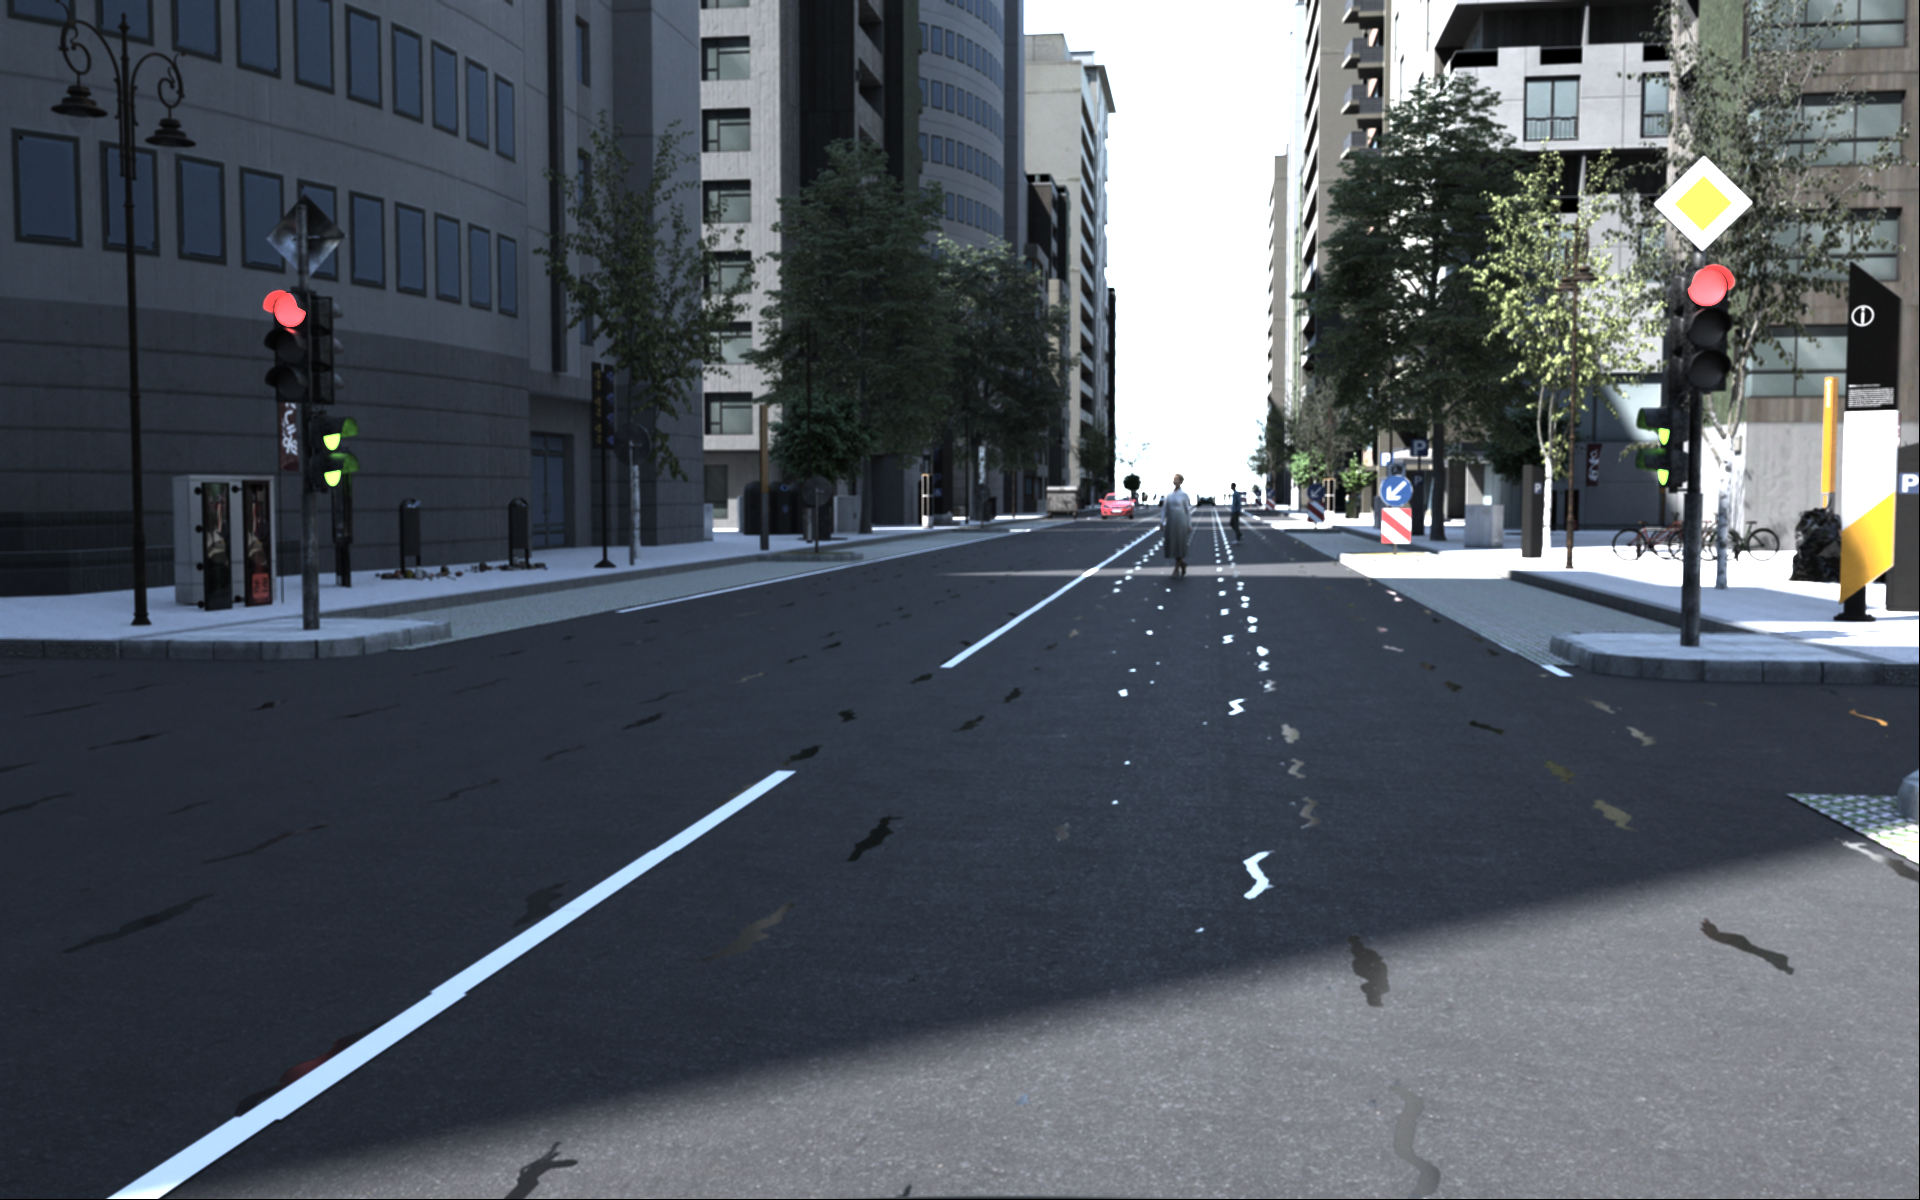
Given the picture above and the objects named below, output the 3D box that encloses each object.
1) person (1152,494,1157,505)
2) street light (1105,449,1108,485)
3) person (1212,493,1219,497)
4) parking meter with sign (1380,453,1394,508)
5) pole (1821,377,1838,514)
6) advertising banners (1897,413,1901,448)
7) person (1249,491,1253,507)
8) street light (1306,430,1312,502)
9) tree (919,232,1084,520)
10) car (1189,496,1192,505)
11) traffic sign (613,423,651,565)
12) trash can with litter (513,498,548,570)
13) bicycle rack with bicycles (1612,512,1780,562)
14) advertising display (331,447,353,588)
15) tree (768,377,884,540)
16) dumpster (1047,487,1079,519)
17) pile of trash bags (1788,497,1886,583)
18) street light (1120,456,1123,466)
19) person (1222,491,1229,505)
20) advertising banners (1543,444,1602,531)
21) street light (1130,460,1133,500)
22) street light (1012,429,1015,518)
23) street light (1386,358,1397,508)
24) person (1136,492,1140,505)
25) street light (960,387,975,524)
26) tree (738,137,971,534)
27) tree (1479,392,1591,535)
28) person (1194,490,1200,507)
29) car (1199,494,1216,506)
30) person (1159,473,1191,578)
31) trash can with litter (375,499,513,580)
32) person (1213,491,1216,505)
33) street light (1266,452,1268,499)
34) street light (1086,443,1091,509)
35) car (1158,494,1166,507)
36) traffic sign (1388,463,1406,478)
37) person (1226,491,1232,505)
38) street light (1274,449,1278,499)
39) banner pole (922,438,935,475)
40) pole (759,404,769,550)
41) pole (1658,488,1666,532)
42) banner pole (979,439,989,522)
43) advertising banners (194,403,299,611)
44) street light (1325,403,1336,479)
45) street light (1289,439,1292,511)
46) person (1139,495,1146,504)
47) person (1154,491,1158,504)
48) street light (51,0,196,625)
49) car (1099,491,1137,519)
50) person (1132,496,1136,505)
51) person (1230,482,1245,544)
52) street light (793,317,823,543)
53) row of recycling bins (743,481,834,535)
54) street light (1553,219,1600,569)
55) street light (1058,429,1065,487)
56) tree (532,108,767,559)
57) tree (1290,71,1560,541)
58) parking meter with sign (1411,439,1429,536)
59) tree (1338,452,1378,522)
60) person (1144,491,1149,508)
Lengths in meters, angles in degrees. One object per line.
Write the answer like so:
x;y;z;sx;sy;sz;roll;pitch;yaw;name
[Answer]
25.631;-13.221;227.901;0.697;1.427;0.421;1;4;16;person
14.758;-12.371;175.059;0.468;5.910;1.993;1;4;8;street light
36.219;-14.474;245.824;1.217;1.739;0.721;1;4;20;person
17.803;-4.662;72.490;0.543;3.016;1.738;1;4;18;parking meter with sign
15.233;-2.234;30.362;0.158;3.312;0.155;0;3;0;pole
20.120;-2.493;36.941;0.090;3.025;2.074;1;4;18;advertising banners
32.023;-11.133;190.528;0.705;1.824;1.348;0;4;-1;person
21.410;-8.142;105.911;0.468;5.910;1.993;1;4;8;street light
0.859;-10.902;84.903;9.857;13.997;8.962;0;3;0;tree
29.116;-13.039;224.993;2.131;1.459;4.920;0;4;8;car
-5.915;-1.898;31.142;0.768;2.556;0.104;1;4;17;traffic sign
-7.809;-1.124;29.434;1.678;1.210;2.233;1;4;18;trash can with litter
14.258;-1.232;33.533;2.925;0.926;2.852;2;4;24;bicycle rack with bicycles
-8.602;-1.155;24.105;0.123;1.923;0.974;-2;4;-29;advertising display
-3.850;-3.977;48.736;4.285;4.588;4.351;0;3;0;tree
5.852;-5.538;98.767;1.865;1.857;1.264;0;4;8;dumpster
13.747;-1.011;26.282;1.912;1.369;3.447;2;4;33;pile of trash bags
18.960;-14.140;203.982;0.468;5.910;1.993;1;4;8;street light
34.056;-13.114;222.924;1.348;1.822;0.705;3;4;37;person
21.236;-3.913;60.170;2.074;3.025;0.090;0;4;1;advertising banners
23.100;-15.926;233.169;0.468;5.910;1.993;1;4;8;street light
2.877;-7.327;92.590;0.468;5.910;1.993;1;4;8;street light
14.538;-5.237;58.415;0.468;5.910;1.993;1;4;8;street light
22.554;-12.832;218.976;0.621;1.740;0.551;-1;4;-23;person
0.295;-6.218;74.446;0.468;5.910;1.993;1;4;8;street light
-3.295;-8.442;56.154;7.486;12.596;7.792;0;3;0;tree
18.198;-4.361;55.008;4.285;4.588;4.351;0;3;0;tree
25.884;-11.037;188.939;0.705;1.826;1.348;2;4;35;person
29.772;-12.067;209.098;2.131;1.459;4.920;1;4;10;car
3.738;-1.282;29.690;0.478;1.798;0.641;3;5;42;person
-8.226;-0.964;26.814;1.678;1.210;2.233;1;4;10;trash can with litter
32.934;-13.174;223.862;0.705;1.831;1.348;0;4;0;person
33.043;-13.063;186.371;0.468;5.910;1.993;1;4;8;street light
11.093;-10.853;150.236;0.468;5.910;1.993;1;4;8;street light
23.501;-11.449;196.983;2.009;1.686;4.222;1;4;10;car
14.189;-3.316;56.349;0.606;2.300;0.079;1;4;9;traffic sign
36.889;-13.985;237.245;0.705;1.812;1.348;-2;4;-34;person
29.815;-11.698;164.052;0.468;5.910;1.993;1;4;8;street light
-1.361;-5.305;76.753;0.863;3.779;0.401;-3;5;-42;banner pole
-4.470;-2.793;39.515;0.158;3.312;0.155;0;3;0;pole
23.915;-3.982;58.944;0.158;3.312;0.155;0;3;0;pole
1.097;-5.430;78.795;0.401;3.779;0.863;-3;4;-37;banner pole
-8.065;-1.443;19.784;0.090;3.025;2.074;1;4;11;advertising banners
18.727;-7.030;87.727;0.468;5.910;1.993;1;4;8;street light
25.729;-9.925;135.068;0.468;5.910;1.993;1;4;8;street light
23.961;-13.323;226.428;1.348;1.812;0.705;2;4;35;person
28.133;-14.680;248.390;0.709;1.838;0.599;2;4;28;person
-8.032;-2.693;16.812;0.468;5.910;1.993;1;4;8;street light
9.072;-5.534;99.524;2.155;1.783;4.494;0;4;6;car
20.474;-11.905;203.818;0.551;1.740;0.621;-3;4;-38;person
7.997;-2.517;49.992;0.444;1.785;0.601;1;4;9;person
-3.957;-4.439;45.365;0.468;5.910;1.993;1;4;8;street light
-5.504;-2.955;55.424;1.069;1.692;3.534;3;5;42;row of recycling bins
10.402;-3.462;29.386;0.468;5.910;1.993;1;4;8;street light
7.053;-9.081;121.263;0.468;5.910;1.993;1;4;8;street light
-6.162;-5.117;34.022;4.737;8.622;4.395;0;3;0;tree
12.819;-7.911;47.466;7.486;12.596;7.792;0;3;0;tree
14.334;-3.547;54.247;0.543;3.016;1.738;1;4;18;parking meter with sign
18.230;-5.234;80.173;1.663;3.219;1.824;0;3;0;tree
19.153;-10.315;177.979;0.721;1.723;1.217;2;4;23;person
